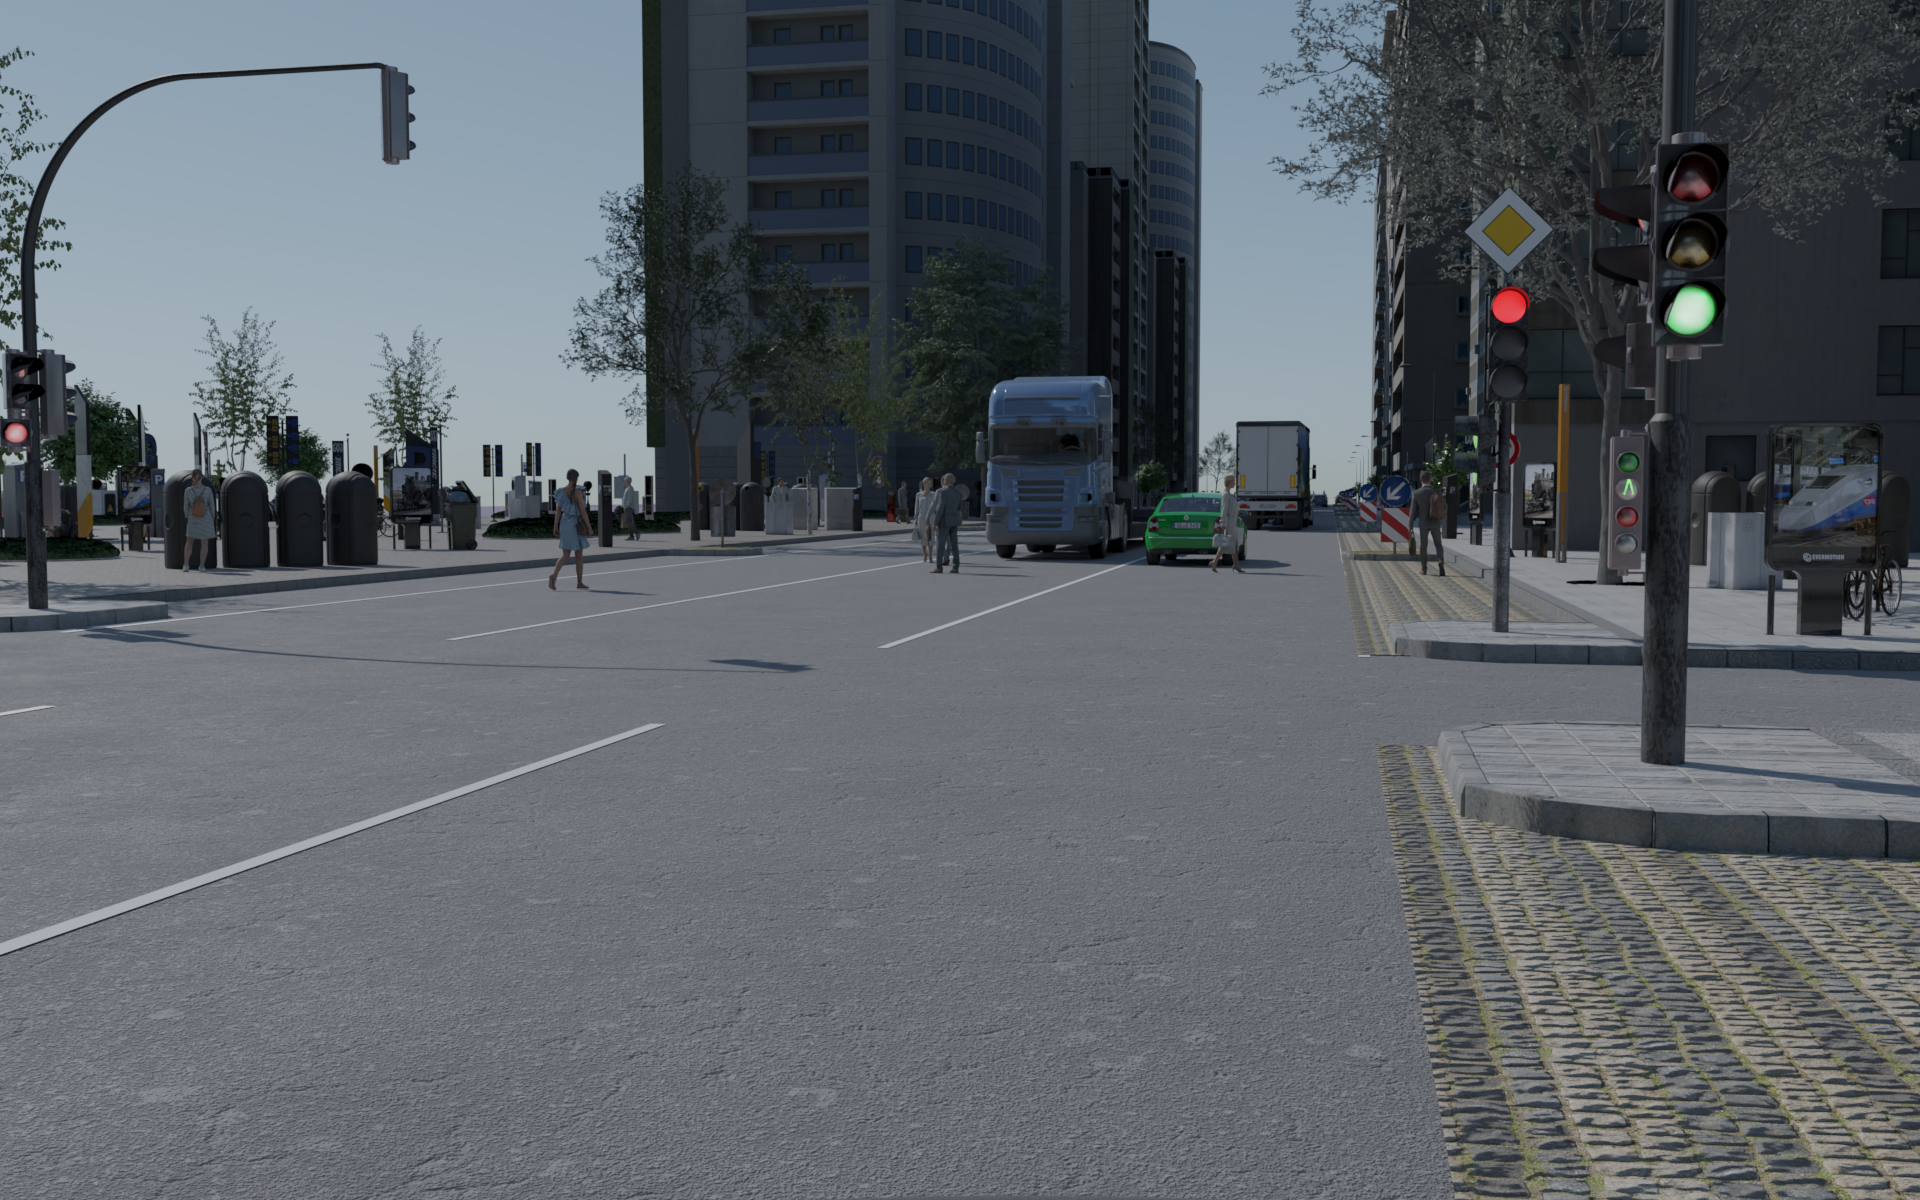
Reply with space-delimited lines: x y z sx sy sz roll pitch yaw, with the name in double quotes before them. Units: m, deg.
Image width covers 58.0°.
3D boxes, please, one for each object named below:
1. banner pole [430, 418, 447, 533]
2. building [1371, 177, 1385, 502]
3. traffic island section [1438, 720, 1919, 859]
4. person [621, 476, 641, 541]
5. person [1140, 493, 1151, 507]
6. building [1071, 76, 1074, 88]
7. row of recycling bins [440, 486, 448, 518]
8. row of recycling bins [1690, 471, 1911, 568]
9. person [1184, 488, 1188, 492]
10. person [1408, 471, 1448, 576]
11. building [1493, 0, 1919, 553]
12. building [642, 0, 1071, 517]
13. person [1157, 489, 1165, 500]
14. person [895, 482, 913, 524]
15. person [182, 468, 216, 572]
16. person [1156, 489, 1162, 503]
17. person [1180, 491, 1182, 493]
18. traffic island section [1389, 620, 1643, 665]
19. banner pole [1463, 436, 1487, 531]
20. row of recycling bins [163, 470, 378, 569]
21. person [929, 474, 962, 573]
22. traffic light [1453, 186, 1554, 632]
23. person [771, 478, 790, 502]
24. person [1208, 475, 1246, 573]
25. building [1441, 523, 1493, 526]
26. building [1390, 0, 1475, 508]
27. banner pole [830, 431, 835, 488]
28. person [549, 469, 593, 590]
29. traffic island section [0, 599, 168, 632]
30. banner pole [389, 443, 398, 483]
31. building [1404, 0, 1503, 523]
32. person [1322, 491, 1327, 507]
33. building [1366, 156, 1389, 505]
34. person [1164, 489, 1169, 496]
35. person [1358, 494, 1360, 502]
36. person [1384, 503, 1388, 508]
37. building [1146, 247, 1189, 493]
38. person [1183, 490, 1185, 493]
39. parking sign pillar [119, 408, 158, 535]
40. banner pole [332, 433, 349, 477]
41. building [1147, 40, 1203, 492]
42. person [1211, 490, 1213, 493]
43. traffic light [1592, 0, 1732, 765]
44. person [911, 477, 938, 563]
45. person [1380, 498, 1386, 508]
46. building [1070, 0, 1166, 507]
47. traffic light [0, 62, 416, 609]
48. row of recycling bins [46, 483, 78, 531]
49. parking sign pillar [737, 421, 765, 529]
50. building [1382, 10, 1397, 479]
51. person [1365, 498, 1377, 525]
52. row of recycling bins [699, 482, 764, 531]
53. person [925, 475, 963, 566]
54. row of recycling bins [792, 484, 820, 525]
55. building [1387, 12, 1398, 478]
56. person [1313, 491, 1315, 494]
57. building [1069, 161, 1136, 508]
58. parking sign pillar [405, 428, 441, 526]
"banner pole" -17.186 -4.094 56.946 0.401 3.779 0.863 1 4 16
"building" 63.450 -35.829 235.907 14.600 45.320 14.200 1 4 12
"traffic island section" 3.379 0.855 8.306 2.009 0.180 2.903 1 4 12
"person" -9.075 -2.519 47.709 0.515 1.767 0.782 -1 4 -15
"person" 18.366 -9.998 172.100 1.348 1.807 0.705 3 5 43
"building" -4.950 -27.188 136.401 32.217 40.220 23.993 1 4 12
"row of recycling bins" -27.711 -5.186 91.900 3.534 1.692 1.069 1 4 19
"row of recycling bins" 14.869 -1.443 30.708 3.534 1.692 1.069 1 4 15
"person" 13.484 -5.796 103.293 0.705 1.821 1.348 -3 4 -38
"person" 8.183 -1.334 30.273 0.622 1.834 0.822 0 4 2
"building" 20.895 -16.645 43.852 14.160 30.474 14.107 1 4 12
"building" -5.496 -34.678 108.984 21.231 58.520 28.212 1 4 12
"person" 15.916 -7.741 135.160 1.348 1.812 0.705 2 4 33
"person" -2.409 -4.187 74.610 0.767 1.812 0.694 2 4 31
"person" -12.509 -1.309 28.452 0.512 1.701 0.522 -2 4 -27
"person" 15.954 -7.909 137.803 0.705 1.826 1.348 2 4 29
"person" 20.911 -9.468 164.219 0.530 1.710 0.541 0 4 6
"traffic island section" 5.050 0.377 16.115 2.009 0.180 2.903 1 4 12
"banner pole" 17.769 -4.266 59.759 0.863 3.779 0.401 1 4 22
"row of recycling bins" -12.120 -1.436 30.594 3.534 1.692 1.069 -2 4 -32
"person" -0.272 -1.390 31.403 0.590 1.801 0.661 3 5 43
"traffic light" 5.013 -1.657 16.009 0.839 4.253 0.868 1 4 12
"person" -6.164 -3.282 59.542 0.661 1.843 0.795 -1 4 -11
"person" 4.876 -1.391 31.588 0.624 1.780 0.694 2 4 29
"building" 36.943 -23.288 72.634 32.217 40.220 23.993 1 4 12
"building" 41.559 -30.369 120.235 21.300 48.544 21.600 1 4 12
"banner pole" -5.084 -4.831 69.000 0.401 3.779 0.863 1 4 9
"person" -5.783 -1.054 25.834 0.616 1.811 0.778 2 4 29
"traffic island section" -10.344 0.176 19.400 2.009 0.180 2.903 1 4 12
"banner pole" -27.786 -5.812 85.047 0.401 3.779 0.863 1 4 16
"building" 41.981 -24.774 96.931 32.217 40.220 23.993 1 4 12
"person" 40.989 -11.413 195.127 1.348 1.821 0.705 -3 5 -39
"building" 62.705 -36.303 213.163 23.786 49.044 30.456 1 4 12
"person" 15.837 -7.547 131.982 0.705 1.812 1.348 -2 4 -28
"person" 55.520 -14.368 240.973 0.705 1.822 1.348 0 4 1
"person" 40.478 -9.604 164.003 0.756 1.711 0.436 1 4 17
"building" 19.310 -26.464 204.395 14.160 30.474 14.107 1 4 12
"person" 14.475 -6.239 111.174 0.551 1.740 0.621 0 4 -7
"parking sign pillar" -26.051 -4.082 55.218 1.447 3.967 1.447 0 4 -1
"banner pole" -25.419 -4.973 71.324 0.863 3.779 0.401 -1 4 -12
"building" 19.752 -41.808 225.562 21.231 58.520 28.212 1 4 12
"person" 26.197 -10.507 180.295 0.705 1.822 1.348 0 4 -4
"traffic light" 1.278 -2.069 8.496 4.771 5.953 1.251 1 4 12
"person" -0.652 -1.679 36.304 0.694 1.780 0.624 1 4 16
"person" 41.638 -9.824 169.129 1.348 1.822 0.705 0 4 -4
"building" 11.823 -45.797 187.031 20.563 71.187 20.611 1 4 12
"traffic light" -8.243 -2.703 18.855 4.771 5.953 1.251 1 4 12
"row of recycling bins" -32.417 -3.371 62.232 1.069 1.692 3.534 0 4 1
"parking sign pillar" -7.850 -4.646 64.441 1.447 3.967 1.447 -2 4 -29
"building" 59.402 -36.379 184.027 28.713 52.752 27.495 1 4 12
"person" 18.706 -4.189 78.805 0.589 1.601 0.330 1 4 13
"row of recycling bins" -8.203 -3.310 61.234 3.534 1.692 1.069 3 5 43
"person" -0.317 -1.606 34.872 0.709 1.813 0.853 -2 4 -29
"row of recycling bins" -6.253 -3.833 69.781 1.069 1.692 3.534 0 4 1
"building" 47.560 -29.997 145.071 22.147 44.769 28.867 1 4 12
"person" 46.101 -13.296 225.914 1.348 1.821 0.705 -2 4 -28
"building" 7.730 -23.360 153.642 14.160 30.474 14.107 1 4 12
"parking sign pillar" -21.857 -5.011 70.400 1.447 3.967 1.447 -1 4 -9
